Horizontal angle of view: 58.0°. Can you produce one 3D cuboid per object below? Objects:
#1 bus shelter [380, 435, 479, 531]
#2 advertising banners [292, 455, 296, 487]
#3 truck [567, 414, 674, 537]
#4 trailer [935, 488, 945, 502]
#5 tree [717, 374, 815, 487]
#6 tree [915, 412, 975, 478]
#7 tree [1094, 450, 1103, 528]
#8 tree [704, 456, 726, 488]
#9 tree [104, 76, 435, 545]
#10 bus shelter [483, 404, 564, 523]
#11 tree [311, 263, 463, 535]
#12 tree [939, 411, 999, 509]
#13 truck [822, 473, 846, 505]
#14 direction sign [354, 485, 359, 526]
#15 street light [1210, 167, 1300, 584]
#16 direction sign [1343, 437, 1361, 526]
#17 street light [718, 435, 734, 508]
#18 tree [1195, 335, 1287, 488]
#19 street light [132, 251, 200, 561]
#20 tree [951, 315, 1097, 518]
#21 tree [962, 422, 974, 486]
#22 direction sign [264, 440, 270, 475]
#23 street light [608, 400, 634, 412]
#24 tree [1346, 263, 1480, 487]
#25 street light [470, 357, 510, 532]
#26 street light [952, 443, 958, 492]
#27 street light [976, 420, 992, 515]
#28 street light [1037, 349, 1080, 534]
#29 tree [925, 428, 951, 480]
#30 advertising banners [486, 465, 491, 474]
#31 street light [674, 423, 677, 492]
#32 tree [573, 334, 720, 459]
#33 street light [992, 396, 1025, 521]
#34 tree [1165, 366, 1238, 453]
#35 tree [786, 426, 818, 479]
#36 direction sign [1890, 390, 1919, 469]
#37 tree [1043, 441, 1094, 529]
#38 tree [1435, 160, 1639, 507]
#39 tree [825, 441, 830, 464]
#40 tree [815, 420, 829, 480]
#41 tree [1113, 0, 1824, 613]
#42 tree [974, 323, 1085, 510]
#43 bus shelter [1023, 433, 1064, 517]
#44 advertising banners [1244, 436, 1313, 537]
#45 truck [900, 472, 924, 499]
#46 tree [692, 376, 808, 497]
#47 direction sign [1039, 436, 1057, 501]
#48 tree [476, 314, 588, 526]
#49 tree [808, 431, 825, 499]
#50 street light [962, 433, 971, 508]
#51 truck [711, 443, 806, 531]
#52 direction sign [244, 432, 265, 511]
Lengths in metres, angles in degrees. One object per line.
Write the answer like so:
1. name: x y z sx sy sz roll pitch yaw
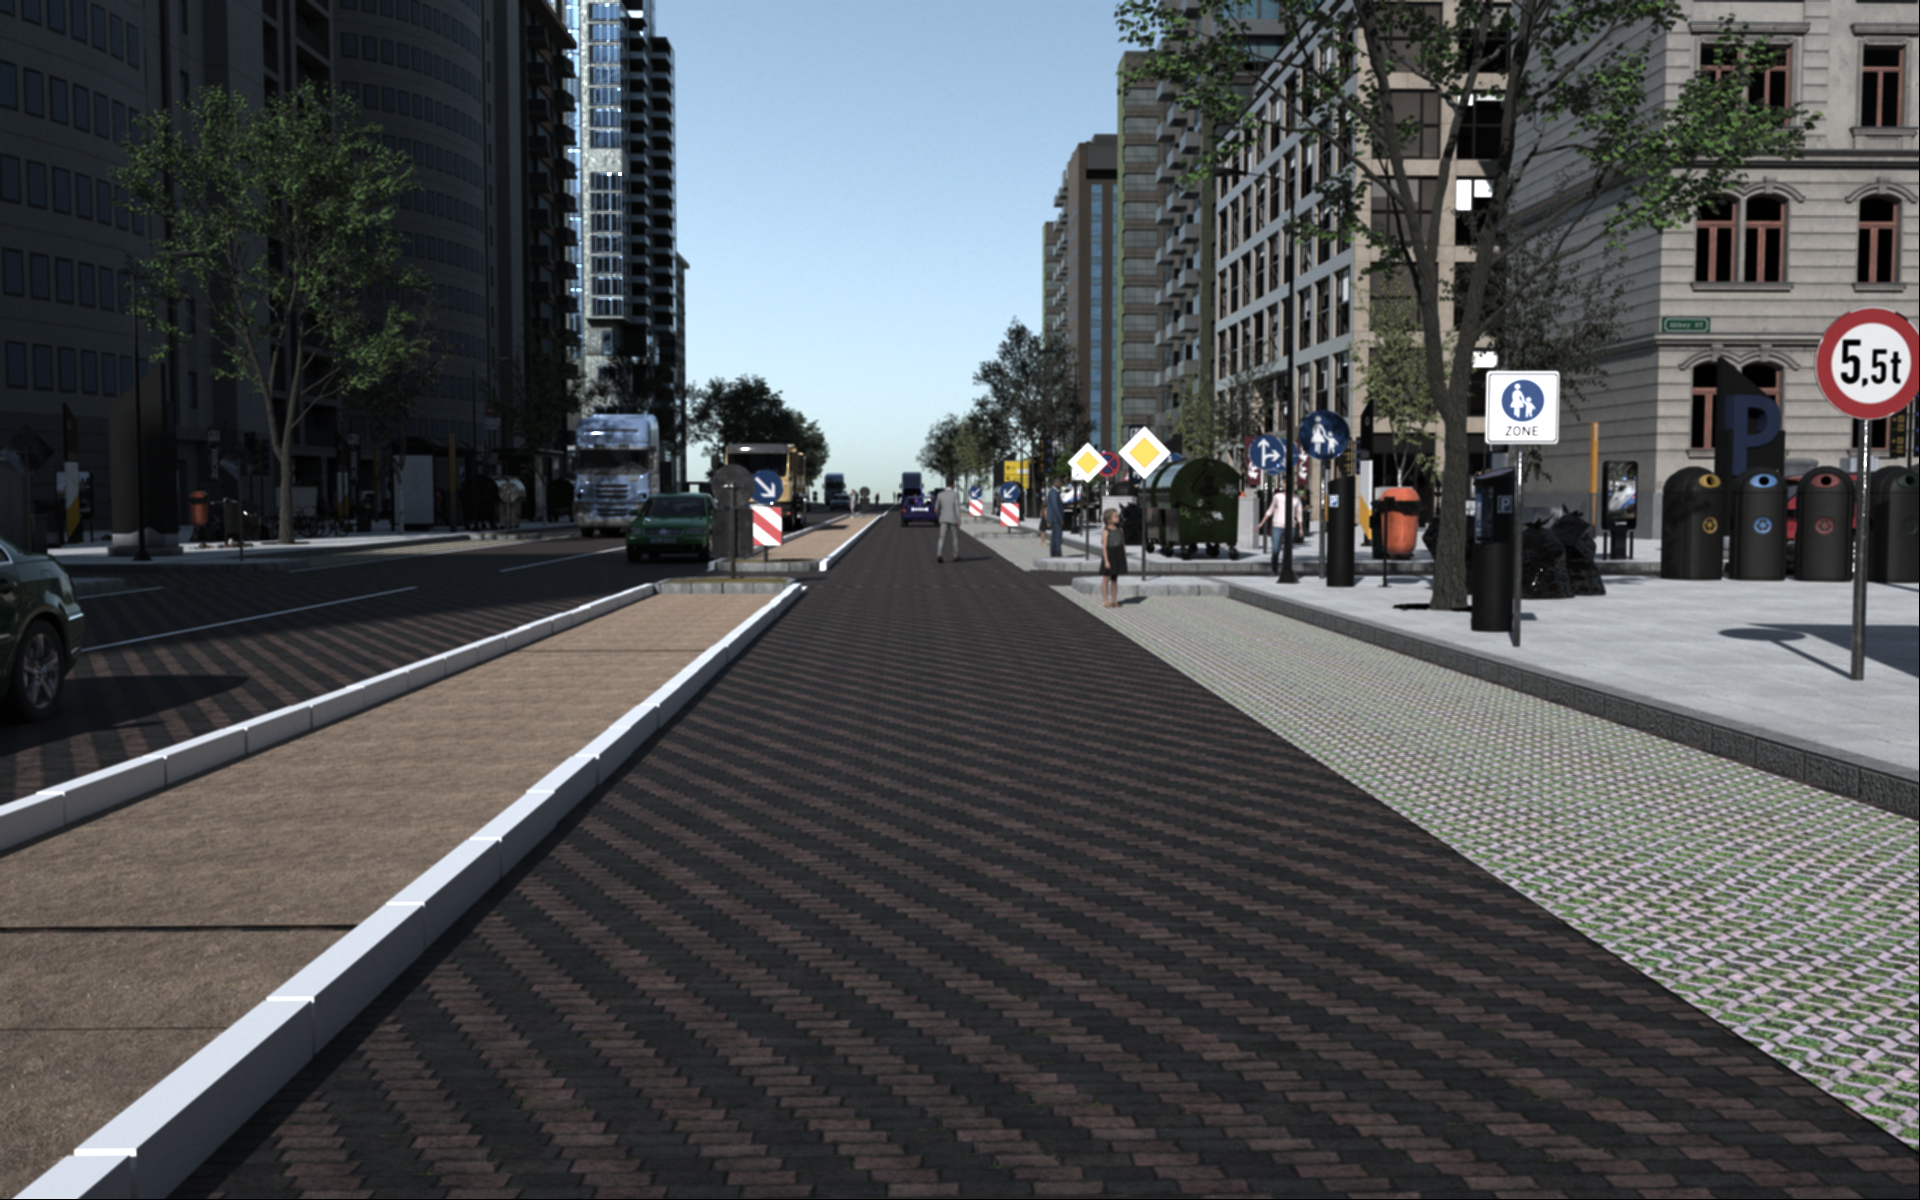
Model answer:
1. bus shelter: -18.894 -4.165 62.018 2.014 3.302 5.546 0 4 -2
2. advertising banners: -30.111 -4.994 77.836 0.090 3.025 2.074 -2 4 -34
3. truck: -11.688 -4.553 64.195 2.967 4.110 18.799 0 4 -3
4. trailer: -2.049 -10.216 174.074 1.471 1.999 3.904 0 4 -3
5. tree: -21.222 -16.870 182.471 9.857 13.997 8.962 0 3 0
6. tree: -1.614 -21.224 257.380 12.009 13.543 11.850 0 3 0
7. tree: 4.666 -4.410 66.701 1.663 3.219 1.824 0 3 0
8. tree: -19.705 -9.878 145.212 4.285 4.588 4.351 0 3 0
9. tree: -17.358 -7.237 44.087 9.928 11.665 9.643 0 3 0
10. bus shelter: -20.283 -6.275 80.224 2.179 5.291 8.768 0 4 -2
11. tree: -17.909 -6.369 54.498 4.360 8.622 3.978 0 3 0
12. tree: 1.220 -12.471 154.260 4.737 8.622 4.395 0 3 0
13. truck: -16.284 -14.742 230.784 2.967 4.110 18.799 0 4 -1
14. direction sign: -24.326 -4.768 69.947 0.379 3.537 0.876 0 4 -6
15. street light: 4.194 -3.197 24.810 1.470 5.913 1.316 0 4 -2
16. direction sign: 15.646 -4.702 68.868 0.876 3.537 0.379 3 4 36
17. street light: -18.334 -9.959 135.374 1.470 5.913 1.316 0 4 -2
18. tree: 12.966 -7.897 79.476 4.360 8.622 3.978 0 3 0
19. street light: -15.209 -3.709 33.189 1.470 5.913 1.316 0 4 -2
20. tree: 3.651 -9.575 90.957 7.601 10.594 8.767 0 4 3
21. tree: 2.412 -10.446 121.158 4.360 8.622 3.978 0 3 0
22. direction sign: -29.092 -4.903 72.161 0.379 3.537 0.876 2 4 23
23. street light: -16.797 -6.921 85.697 1.470 5.913 1.316 0 4 -2
24. tree: 14.129 -6.403 55.044 4.737 8.622 4.395 0 3 0
25. street light: -15.987 -5.288 58.992 1.470 5.913 1.316 0 4 -2
26. street light: 0.143 -11.363 158.330 1.470 5.913 1.316 0 4 -2
27. street light: 1.585 -8.283 107.966 1.470 5.913 1.316 0 4 -2
28. street light: 3.183 -5.091 55.777 1.470 5.913 1.316 0 4 -2
29. tree: 0.793 -16.109 197.787 7.601 10.594 8.767 1 4 16
30. advertising banners: -28.779 -6.507 102.578 2.074 3.025 0.090 -2 4 -33
31. street light: -17.465 -8.374 109.463 1.470 5.913 1.316 0 4 -2
32. tree: -18.149 -10.155 100.447 8.767 10.594 7.601 -1 4 -11
33. street light: 2.386 -6.705 82.163 1.470 5.913 1.316 0 4 -2
34. tree: 13.567 -9.086 98.920 4.737 8.622 4.395 0 3 0
35. tree: -22.699 -18.384 234.986 7.601 10.594 8.767 -1 4 -15
36. direction sign: 20.113 -2.734 36.704 0.379 3.537 0.876 -2 4 -28
37. tree: 3.783 -4.156 62.555 1.663 3.219 1.824 0 3 0
38. tree: 12.612 -5.375 38.241 4.360 8.622 3.978 0 3 0
39. tree: -23.688 -20.936 268.057 9.928 11.665 9.643 0 3 0
40. tree: -23.844 -21.364 255.953 9.857 13.997 8.962 0 3 0
41. tree: 5.344 -5.687 18.742 9.928 11.665 9.643 0 3 0
42. tree: 3.503 -7.553 73.857 4.360 8.622 3.978 0 3 0
43. bus shelter: 4.830 -7.478 99.895 2.179 5.291 8.768 0 4 -2
44. advertising banners: 9.548 -3.415 52.019 2.074 3.025 0.090 1 4 19
45. truck: -5.783 -13.391 208.698 2.967 4.110 18.799 0 4 -2
46. tree: -20.326 -13.926 153.451 9.928 11.665 9.643 0 3 0
47. direction sign: 3.365 -4.666 68.283 0.379 3.537 0.876 -2 4 -30
48. tree: -17.141 -7.341 70.382 4.737 8.622 4.395 0 3 0
49. tree: -22.123 -17.015 203.945 9.928 11.665 9.643 0 3 0
50. street light: 0.929 -9.785 132.527 1.470 5.913 1.316 0 4 -2
51. truck: -7.676 -4.442 68.554 3.469 3.379 9.791 0 4 -1
52. direction sign: -26.049 -4.382 63.637 0.876 3.537 0.379 3 5 44
